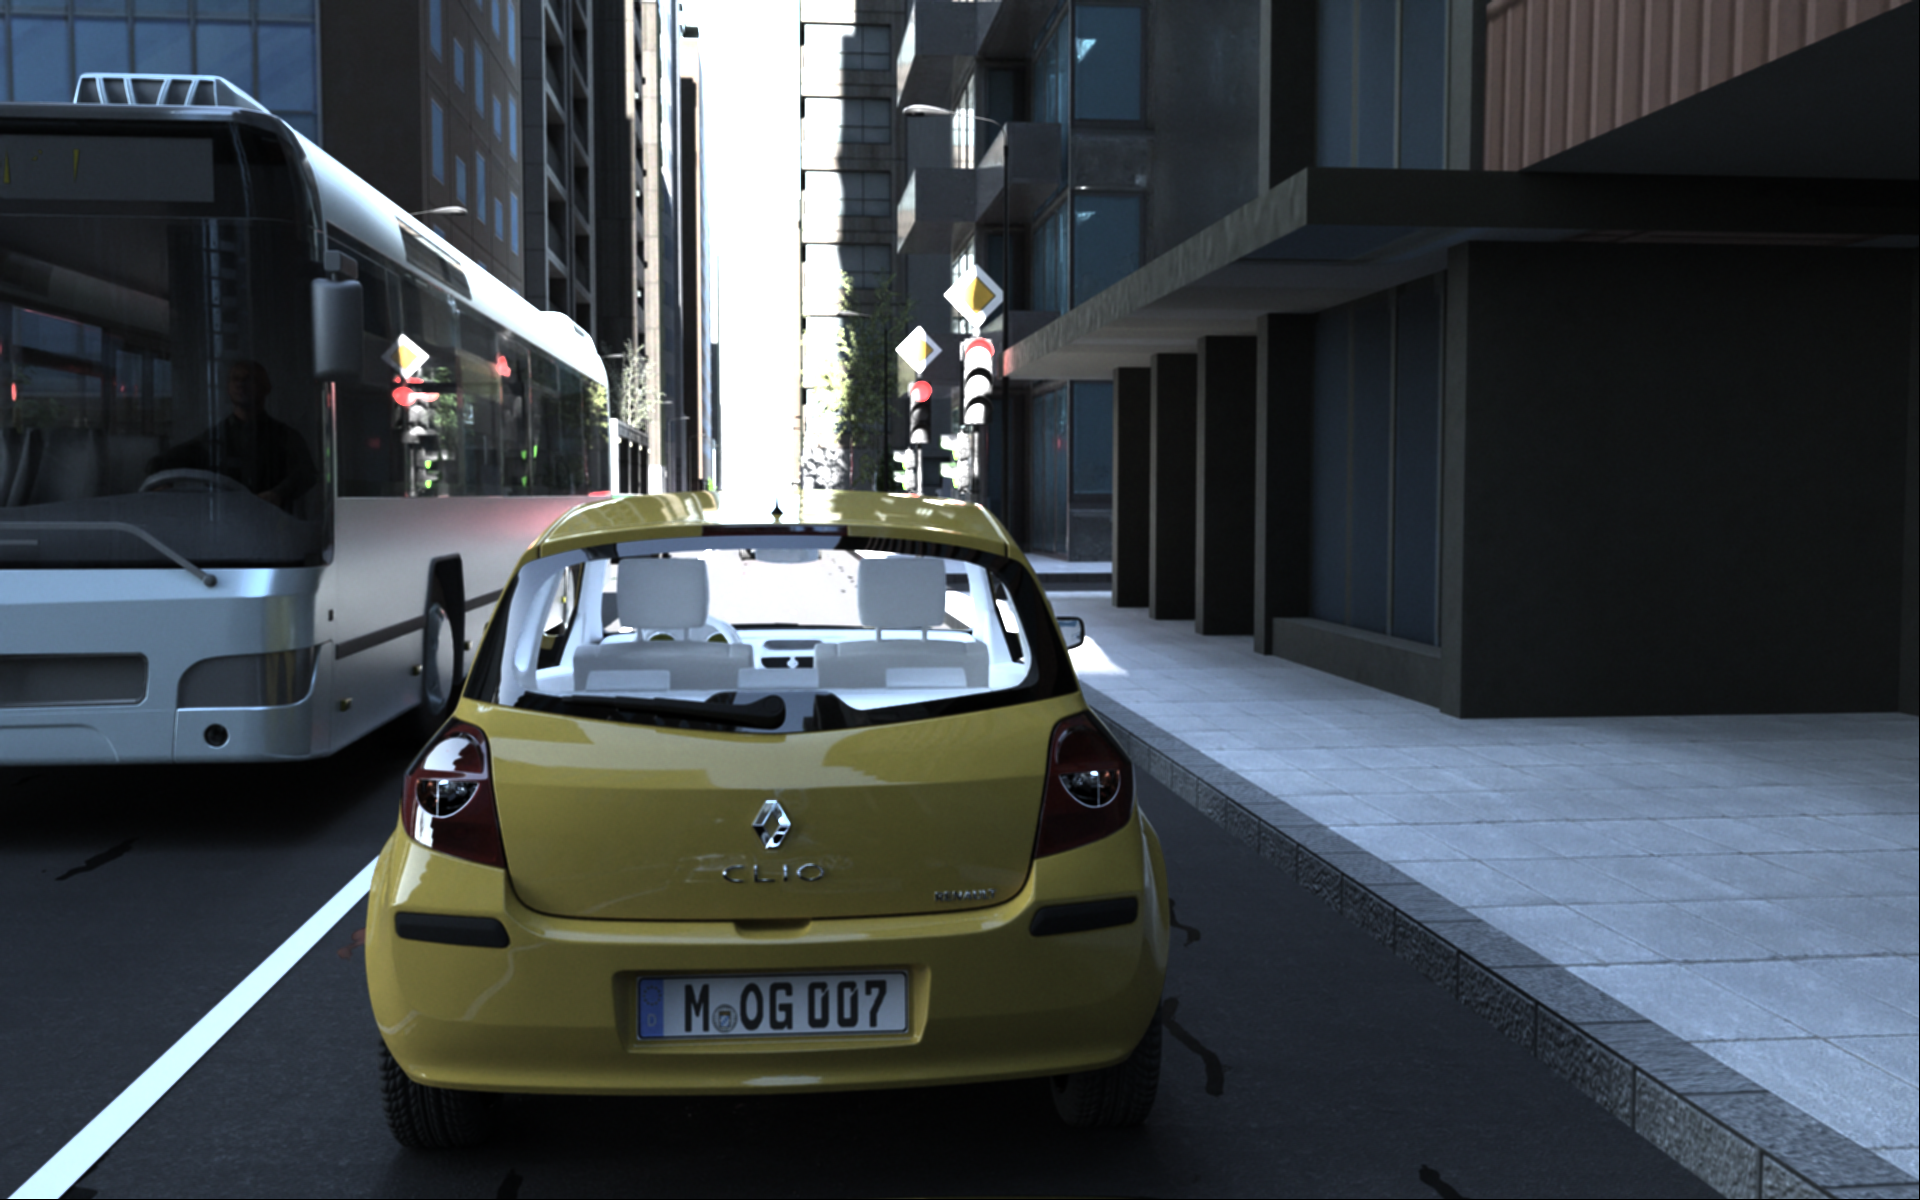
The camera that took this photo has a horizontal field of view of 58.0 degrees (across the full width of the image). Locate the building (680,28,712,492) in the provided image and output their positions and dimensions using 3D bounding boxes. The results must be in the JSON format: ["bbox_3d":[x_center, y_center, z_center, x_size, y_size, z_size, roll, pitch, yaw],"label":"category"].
[{"bbox_3d":[-31.867,-31.667,167.864,14.600,45.320,14.200,0,4,-6],"label":"building"}]

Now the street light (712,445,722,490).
[{"bbox_3d":[-23.640,-11.741,164.512,1.470,5.913,1.316,0,4,-6],"label":"street light"}]

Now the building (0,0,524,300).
[{"bbox_3d":[-18.125,-23.793,39.124,14.600,45.320,14.200,0,4,-6],"label":"building"}]

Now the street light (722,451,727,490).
[{"bbox_3d":[-26.205,-13.109,186.875,1.470,5.913,1.316,0,4,-6],"label":"street light"}]

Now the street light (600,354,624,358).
[{"bbox_3d":[-11.865,-5.207,57.668,1.470,5.913,1.316,0,4,-6],"label":"street light"}]

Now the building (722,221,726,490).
[{"bbox_3d":[-41.391,-34.711,251.114,14.154,41.232,14.086,0,4,-6],"label":"building"}]

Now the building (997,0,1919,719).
[{"bbox_3d":[12.682,-21.560,7.132,22.147,44.769,28.867,0,4,-6],"label":"building"}]

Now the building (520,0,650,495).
[{"bbox_3d":[-22.398,-38.234,63.376,20.563,71.187,20.611,0,4,-6],"label":"building"}]

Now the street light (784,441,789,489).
[{"bbox_3d":[-14.284,-10.889,150.582,1.470,5.913,1.316,0,4,-6],"label":"street light"}]

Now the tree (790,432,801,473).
[{"bbox_3d":[-16.956,-14.881,193.663,4.360,8.622,3.978,0,3,0],"label":"tree"}]

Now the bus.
[{"bbox_3d":[-4.447,-1.072,12.388,2.948,3.499,13.247,0,4,-6],"label":"bus"}]

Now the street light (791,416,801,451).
[{"bbox_3d":[-9.169,-8.003,103.398,1.470,5.913,1.316,0,4,-6],"label":"street light"}]

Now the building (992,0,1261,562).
[{"bbox_3d":[13.664,-25.837,42.042,30.456,49.044,23.786,0,4,-6],"label":"building"}]

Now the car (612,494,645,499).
[{"bbox_3d":[-7.267,-1.565,37.389,2.131,1.459,4.920,0,4,-7],"label":"car"}]

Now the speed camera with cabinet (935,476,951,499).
[{"bbox_3d":[-0.418,-3.789,56.280,0.660,3.252,2.038,0,4,-7],"label":"speed camera with cabinet"}]

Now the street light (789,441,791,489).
[{"bbox_3d":[-11.042,-9.095,121.243,1.470,5.913,1.316,0,4,-6],"label":"street light"}]

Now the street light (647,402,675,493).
[{"bbox_3d":[-15.127,-7.000,86.994,1.470,5.913,1.316,0,4,-6],"label":"street light"}]

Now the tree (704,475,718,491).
[{"bbox_3d":[-25.887,-11.313,179.568,1.663,3.219,1.824,0,3,0],"label":"tree"}]

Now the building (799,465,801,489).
[{"bbox_3d":[-2.601,-42.852,138.875,20.563,71.187,20.611,0,4,-6],"label":"building"}]

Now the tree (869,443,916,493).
[{"bbox_3d":[-2.550,-3.950,59.185,1.663,3.219,1.824,0,3,0],"label":"tree"}]

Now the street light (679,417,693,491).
[{"bbox_3d":[-16.993,-8.078,104.614,1.470,5.913,1.316,0,4,-6],"label":"street light"}]

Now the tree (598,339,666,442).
[{"bbox_3d":[-15.881,-8.009,81.308,4.360,8.622,3.978,0,3,0],"label":"tree"}]

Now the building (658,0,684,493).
[{"bbox_3d":[-29.816,-35.030,114.742,21.231,58.520,28.212,0,4,-6],"label":"building"}]

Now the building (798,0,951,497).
[{"bbox_3d":[0.723,-23.472,67.369,14.154,41.232,14.086,0,4,-6],"label":"building"}]

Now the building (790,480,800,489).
[{"bbox_3d":[-6.991,-33.389,237.792,32.217,40.220,23.993,0,4,-6],"label":"building"}]

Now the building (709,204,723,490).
[{"bbox_3d":[-40.269,-33.827,236.662,14.154,41.232,14.086,0,4,-6],"label":"building"}]

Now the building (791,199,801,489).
[{"bbox_3d":[-17.882,-37.045,255.800,14.600,45.320,14.200,0,4,-6],"label":"building"}]

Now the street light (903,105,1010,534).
[{"bbox_3d":[0.016,-2.960,20.931,1.470,5.913,1.316,0,4,-6],"label":"street light"}]

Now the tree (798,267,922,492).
[{"bbox_3d":[-2.992,-6.428,55.467,4.737,8.622,4.395,0,3,0],"label":"tree"}]

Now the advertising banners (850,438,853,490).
[{"bbox_3d":[-3.293,-3.437,52.379,0.090,3.025,2.074,0,4,-4],"label":"advertising banners"}]

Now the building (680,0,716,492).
[{"bbox_3d":[-41.368,-55.037,212.521,22.319,86.520,31.000,0,4,-6],"label":"building"}]

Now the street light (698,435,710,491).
[{"bbox_3d":[-20.486,-9.941,135.069,1.470,5.913,1.316,0,4,-6],"label":"street light"}]

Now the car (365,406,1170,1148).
[{"bbox_3d":[-0.530,0.302,5.282,2.015,1.641,3.980,0,4,-5],"label":"car"}]

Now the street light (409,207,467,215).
[{"bbox_3d":[-8.676,-3.400,28.135,1.470,5.913,1.316,0,4,-6],"label":"street light"}]

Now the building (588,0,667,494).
[{"bbox_3d":[-23.385,-19.637,92.769,14.160,30.474,14.107,0,4,-6],"label":"building"}]

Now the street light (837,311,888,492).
[{"bbox_3d":[-2.429,-4.382,44.183,1.470,5.913,1.316,0,4,-6],"label":"street light"}]

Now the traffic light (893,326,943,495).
[{"bbox_3d":[-0.701,-2.460,29.138,0.839,4.253,0.868,0,4,-6],"label":"traffic light"}]

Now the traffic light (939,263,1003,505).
[{"bbox_3d":[0.176,-1.974,21.201,0.839,4.253,0.868,0,4,-6],"label":"traffic light"}]
